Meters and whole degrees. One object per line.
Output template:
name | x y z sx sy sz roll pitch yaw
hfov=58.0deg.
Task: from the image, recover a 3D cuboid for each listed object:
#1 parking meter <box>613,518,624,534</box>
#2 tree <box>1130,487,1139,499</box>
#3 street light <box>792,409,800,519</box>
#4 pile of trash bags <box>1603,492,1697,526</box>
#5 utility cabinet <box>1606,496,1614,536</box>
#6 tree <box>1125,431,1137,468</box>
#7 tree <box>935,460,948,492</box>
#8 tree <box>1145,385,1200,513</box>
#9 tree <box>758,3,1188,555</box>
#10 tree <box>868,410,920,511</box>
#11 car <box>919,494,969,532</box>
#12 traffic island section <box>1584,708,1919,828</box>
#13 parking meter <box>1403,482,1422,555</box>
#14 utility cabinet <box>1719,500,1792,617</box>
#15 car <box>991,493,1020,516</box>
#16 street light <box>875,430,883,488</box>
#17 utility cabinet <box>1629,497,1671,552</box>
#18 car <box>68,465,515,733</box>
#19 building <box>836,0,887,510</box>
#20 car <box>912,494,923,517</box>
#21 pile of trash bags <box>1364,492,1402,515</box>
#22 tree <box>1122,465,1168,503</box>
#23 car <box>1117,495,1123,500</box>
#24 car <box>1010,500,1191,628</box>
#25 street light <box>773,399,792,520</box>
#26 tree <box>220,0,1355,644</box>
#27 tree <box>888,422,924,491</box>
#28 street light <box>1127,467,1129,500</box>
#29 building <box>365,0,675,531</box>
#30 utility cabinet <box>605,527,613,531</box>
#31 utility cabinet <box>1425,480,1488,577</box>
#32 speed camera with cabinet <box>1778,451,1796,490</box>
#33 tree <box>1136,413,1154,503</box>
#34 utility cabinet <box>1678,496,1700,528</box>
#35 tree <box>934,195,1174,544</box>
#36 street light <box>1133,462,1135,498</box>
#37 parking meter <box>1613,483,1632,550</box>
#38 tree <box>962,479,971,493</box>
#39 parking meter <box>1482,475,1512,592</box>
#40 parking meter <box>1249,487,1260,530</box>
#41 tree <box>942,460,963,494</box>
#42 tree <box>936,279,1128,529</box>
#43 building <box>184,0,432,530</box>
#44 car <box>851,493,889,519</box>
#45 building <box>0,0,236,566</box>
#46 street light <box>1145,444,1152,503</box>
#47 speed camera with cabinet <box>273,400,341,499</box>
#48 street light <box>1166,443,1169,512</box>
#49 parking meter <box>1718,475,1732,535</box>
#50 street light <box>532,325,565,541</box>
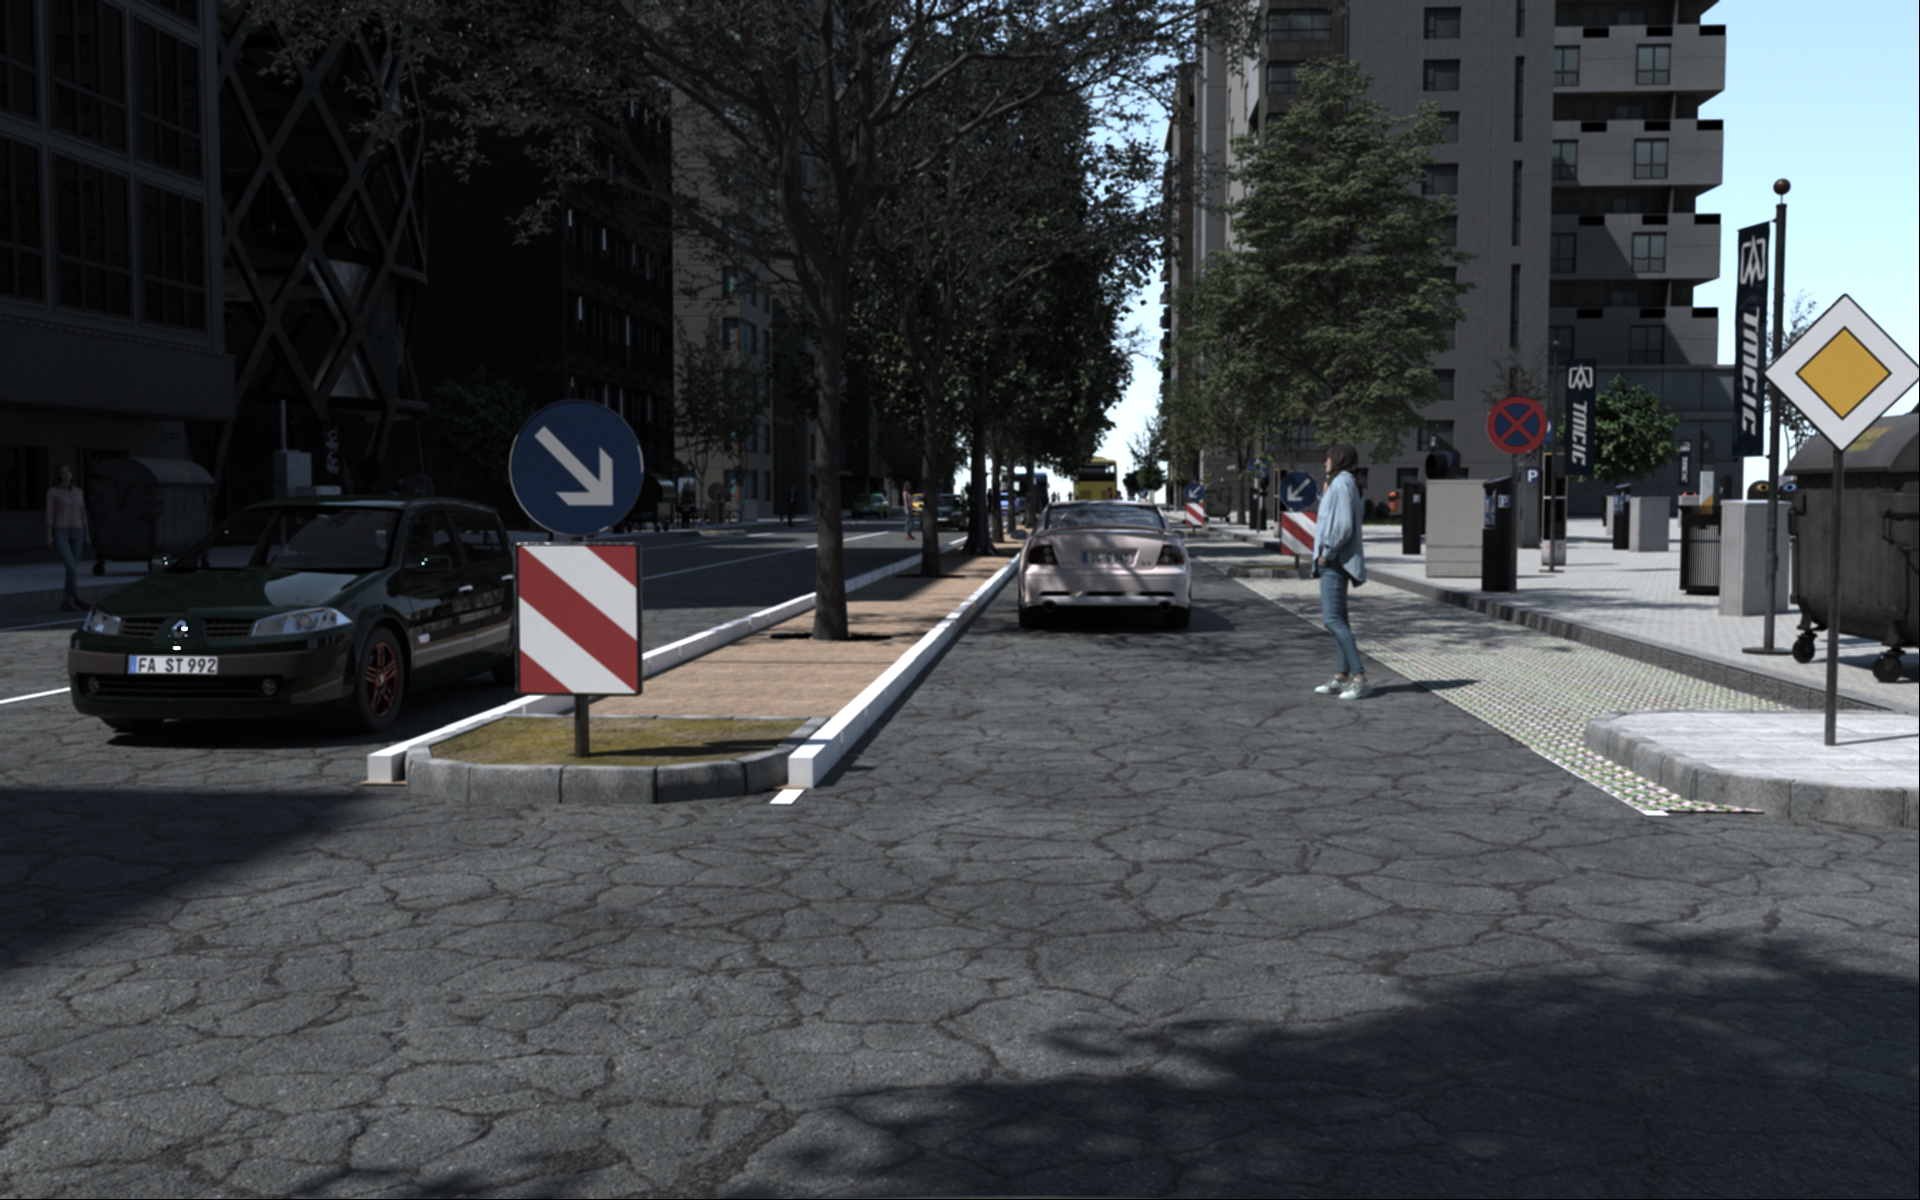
parking meter | -11.022 -2.903 55.867 0.372 1.533 0.369 0 3 0
tree | 20.696 -12.688 202.043 1.663 3.219 1.824 0 3 0
street light | -8.397 -7.009 87.393 0.468 5.910 1.993 0 4 4
pile of trash bags | 27.114 -3.563 68.009 3.447 1.369 1.912 1 4 16
utility cabinet | 20.310 -2.573 53.234 0.306 1.237 1.020 -1 4 -16
tree | 16.986 -12.459 154.065 4.737 8.622 4.395 0 3 0
tree | -2.678 -14.147 181.659 4.360 8.622 3.978 0 3 0
tree | 14.477 -10.129 115.964 4.360 8.622 3.978 0 3 0
tree | 0.439 -7.389 40.269 9.611 12.733 9.660 0 3 0
tree | -5.211 -11.107 131.956 4.737 8.622 4.395 0 3 0
car | -0.531 -3.501 67.028 2.009 1.686 4.222 0 4 5
traffic island section | 4.462 0.821 8.853 2.009 0.180 2.903 0 4 4
parking meter | 9.608 -1.736 36.803 0.372 1.533 0.369 0 3 0
utility cabinet | 8.509 -0.450 18.514 1.020 1.237 0.306 -3 5 -40
car | 3.078 -6.513 116.072 1.945 1.707 3.694 0 4 6
street light | -5.783 -9.285 124.601 0.468 5.910 1.993 0 4 4
utility cabinet | 15.307 -1.670 38.467 1.020 1.237 0.306 -2 4 -31
car | -4.189 -0.116 11.679 2.009 1.686 4.222 0 4 5
building | -13.866 -30.512 148.988 14.600 45.320 14.200 0 4 4
car | -2.335 -5.916 106.956 2.015 1.641 3.980 0 4 4
pile of trash bags | 18.681 -4.176 78.034 3.447 1.369 1.912 -3 4 -39
tree | 20.523 -13.098 197.871 4.285 4.588 4.351 0 3 0
car | 18.876 -12.203 209.745 2.015 1.641 3.980 0 4 3
car | 1.610 -0.466 19.978 2.083 1.381 4.827 0 4 3
street light | -8.685 -6.810 84.129 0.468 5.910 1.993 0 4 4
tree | -1.295 -6.358 16.787 12.009 13.543 11.850 0 3 0
tree | -3.332 -14.926 162.161 7.486 12.596 7.792 0 3 0
street light | 23.508 -16.495 242.474 0.468 5.910 1.993 0 4 4
building | -19.040 -14.510 66.910 12.332 23.373 15.834 0 4 4
utility cabinet | -12.139 -3.000 60.217 0.306 1.237 1.020 2 4 26
utility cabinet | 7.750 -1.092 26.535 1.173 1.500 0.318 1 4 12
speed camera with cabinet | 38.523 -5.206 79.449 2.038 3.252 0.660 0 4 -4
tree | 12.583 -8.779 93.901 4.737 8.622 4.395 0 3 0
utility cabinet | 27.908 -3.354 66.001 1.020 1.237 0.306 -1 4 -11
tree | 0.989 -7.457 50.139 9.928 11.665 9.643 0 3 0
street light | 20.685 -14.258 205.902 0.468 5.910 1.993 0 4 4
parking meter | 15.295 -1.932 40.004 0.372 1.533 0.369 0 3 0
tree | 1.060 -13.815 220.470 1.663 3.219 1.824 0 3 0
parking meter | 7.071 -0.879 22.789 0.372 1.533 0.369 0 3 0
parking meter | 10.610 -3.298 62.333 0.372 1.533 0.369 0 3 0
tree | -1.223 -15.120 197.581 4.737 8.622 4.395 0 3 0
tree | 2.973 -9.194 70.906 7.486 12.596 7.792 0 3 0
building | -23.214 -10.885 45.419 16.820 18.784 16.811 0 4 4
car | -5.261 -5.661 101.357 1.959 1.807 4.718 0 4 5
building | -22.812 -14.139 24.687 14.314 27.812 24.014 0 4 4
street light | 17.392 -11.336 158.139 0.468 5.910 1.993 0 4 4
speed camera with cabinet | -13.619 -2.556 36.122 0.660 3.252 2.038 -3 5 -44
street light | 14.627 -9.099 121.563 0.468 5.910 1.993 0 4 4
parking meter | 23.838 -2.952 53.979 0.255 1.863 0.399 0 4 0
street light | -11.264 -4.572 47.536 0.468 5.910 1.993 0 4 4
